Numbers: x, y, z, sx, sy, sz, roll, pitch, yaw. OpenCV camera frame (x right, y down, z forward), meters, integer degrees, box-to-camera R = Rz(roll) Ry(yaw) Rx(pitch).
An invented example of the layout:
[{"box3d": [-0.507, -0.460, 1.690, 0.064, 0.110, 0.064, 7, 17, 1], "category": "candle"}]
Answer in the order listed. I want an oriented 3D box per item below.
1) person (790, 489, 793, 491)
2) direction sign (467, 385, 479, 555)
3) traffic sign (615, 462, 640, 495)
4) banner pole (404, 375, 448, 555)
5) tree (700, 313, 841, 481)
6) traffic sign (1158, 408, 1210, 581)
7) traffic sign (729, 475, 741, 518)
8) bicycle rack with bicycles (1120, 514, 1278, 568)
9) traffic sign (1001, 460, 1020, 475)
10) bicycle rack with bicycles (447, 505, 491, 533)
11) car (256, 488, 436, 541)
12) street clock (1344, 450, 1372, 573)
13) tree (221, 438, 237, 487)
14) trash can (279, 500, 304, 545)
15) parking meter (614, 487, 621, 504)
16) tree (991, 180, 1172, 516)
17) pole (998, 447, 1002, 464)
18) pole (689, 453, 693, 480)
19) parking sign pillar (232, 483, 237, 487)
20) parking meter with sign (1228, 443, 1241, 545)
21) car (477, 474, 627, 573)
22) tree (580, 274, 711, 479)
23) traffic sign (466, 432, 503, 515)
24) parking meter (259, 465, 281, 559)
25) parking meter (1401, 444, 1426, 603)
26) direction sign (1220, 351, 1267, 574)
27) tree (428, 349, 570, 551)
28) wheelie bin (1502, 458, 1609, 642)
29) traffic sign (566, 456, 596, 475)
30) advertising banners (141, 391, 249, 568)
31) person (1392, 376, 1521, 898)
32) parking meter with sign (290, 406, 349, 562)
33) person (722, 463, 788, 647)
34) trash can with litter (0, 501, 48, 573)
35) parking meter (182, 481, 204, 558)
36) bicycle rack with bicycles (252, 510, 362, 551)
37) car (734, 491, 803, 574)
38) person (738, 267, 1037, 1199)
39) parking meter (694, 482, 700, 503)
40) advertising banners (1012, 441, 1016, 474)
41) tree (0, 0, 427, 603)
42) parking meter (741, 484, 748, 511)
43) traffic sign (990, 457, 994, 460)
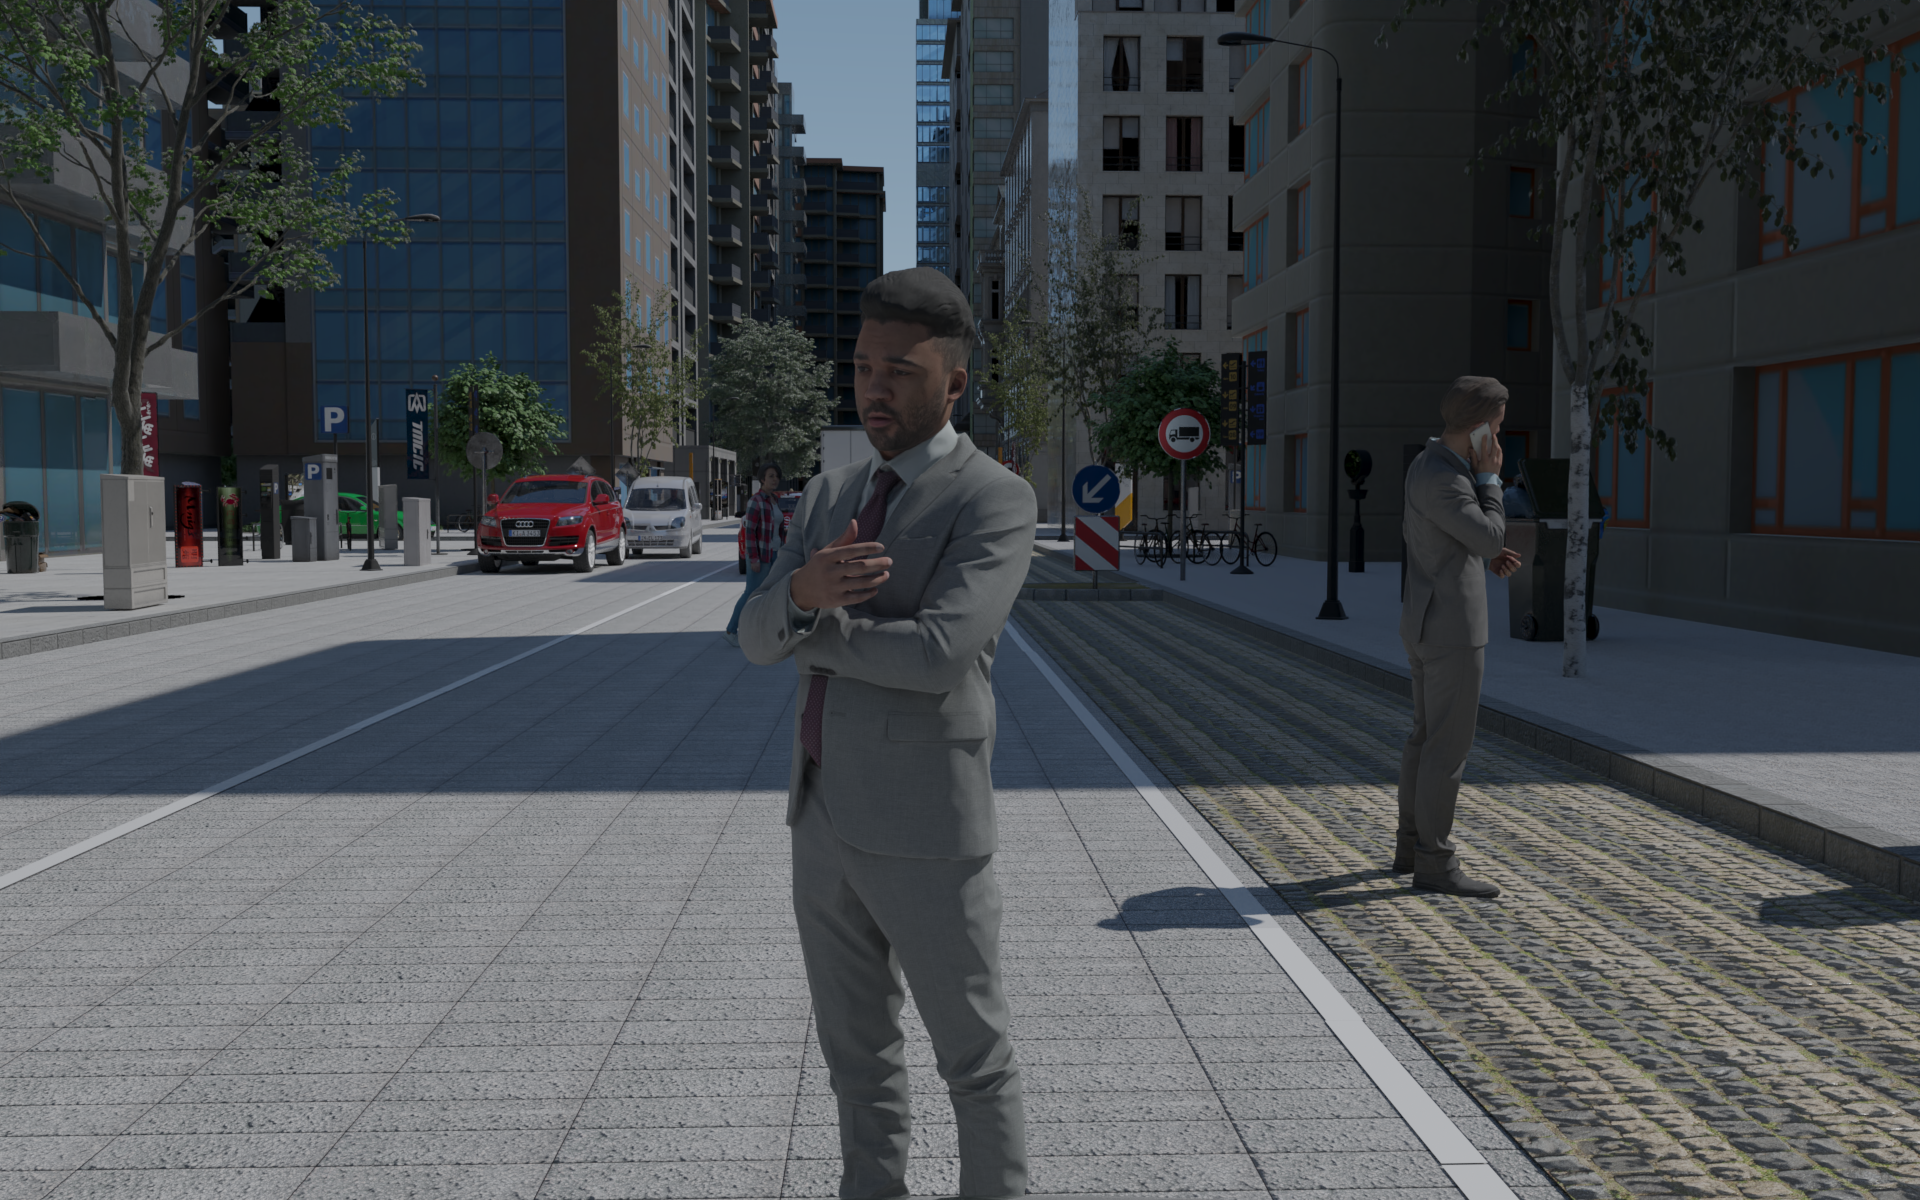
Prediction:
[{"box3d": [-11.753, -6.876, 121.113, 0.537, 1.800, 0.526, 1, 4, 11], "category": "person"}, {"box3d": [-10.182, -2.712, 36.334, 0.379, 3.537, 0.876, -2, 4, -27], "category": "direction sign"}, {"box3d": [-10.366, -3.082, 54.030, 0.795, 2.450, 0.064, 0, 4, -2], "category": "traffic sign"}, {"box3d": [-11.216, -2.835, 36.362, 0.863, 3.779, 0.401, -3, 4, -36], "category": "banner pole"}, {"box3d": [-13.592, -13.216, 122.738, 9.857, 13.997, 8.962, 0, 3, 0], "category": "tree"}, {"box3d": [3.310, -1.562, 25.642, 0.768, 2.556, 0.104, 0, 4, 2], "category": "traffic sign"}, {"box3d": [-11.892, -5.466, 91.501, 0.606, 2.300, 0.079, 0, 4, 6], "category": "traffic sign"}, {"box3d": [3.971, -1.091, 31.214, 2.852, 0.926, 2.925, -2, 4, -23], "category": "bicycle rack with bicycles"}, {"box3d": [1.843, -3.953, 64.745, 0.768, 2.556, 0.104, 0, 4, -1], "category": "traffic sign"}, {"box3d": [-15.872, -2.728, 57.981, 2.925, 0.926, 2.852, 2, 4, 29], "category": "bicycle rack with bicycles"}, {"box3d": [-17.057, -2.415, 48.285, 4.718, 1.807, 1.959, 0, 4, -2], "category": "car"}, {"box3d": [6.495, -1.452, 28.305, 0.358, 2.002, 0.471, -1, 4, -23], "category": "street clock"}, {"box3d": [-36.563, -6.223, 85.454, 4.285, 4.588, 4.351, 0, 3, 0], "category": "tree"}, {"box3d": [-16.813, -1.962, 43.735, 0.748, 1.137, 0.748, 0, 3, 0], "category": "trash can"}, {"box3d": [-12.002, -3.181, 60.425, 0.372, 1.533, 0.369, 0, 3, 0], "category": "parking meter"}, {"box3d": [3.063, -5.500, 40.284, 4.360, 8.622, 3.978, 0, 3, 0], "category": "tree"}, {"box3d": [1.767, -5.013, 75.811, 0.158, 3.312, 0.155, 0, 3, 0], "category": "pole"}, {"box3d": [-13.265, -5.605, 85.482, 0.158, 3.312, 0.155, 0, 3, 0], "category": "pole"}, {"box3d": [-49.858, -8.006, 119.378, 1.447, 3.967, 1.447, 0, 4, 8], "category": "parking sign pillar"}, {"box3d": [7.023, -2.887, 43.463, 0.543, 3.016, 1.738, 1, 4, 18], "category": "parking meter with sign"}, {"box3d": [-7.749, -1.503, 33.240, 2.281, 1.827, 5.304, 0, 4, -1], "category": "car"}, {"box3d": [-10.771, -6.647, 59.034, 4.737, 8.622, 4.395, 0, 3, 0], "category": "tree"}, {"box3d": [-9.791, -2.174, 35.648, 0.768, 2.556, 0.104, 0, 4, 2], "category": "traffic sign"}, {"box3d": [-13.607, -1.739, 34.148, 0.255, 1.863, 0.399, 0, 4, -1], "category": "parking meter"}, {"box3d": [5.423, -0.902, 20.455, 0.399, 1.863, 0.255, -3, 5, -44], "category": "parking meter"}, {"box3d": [4.529, -2.185, 27.723, 0.379, 3.537, 0.876, -3, 5, -44], "category": "direction sign"}, {"box3d": [-10.618, -3.406, 39.405, 4.285, 4.588, 4.351, 0, 3, 0], "category": "tree"}, {"box3d": [5.183, -0.450, 15.273, 0.980, 1.594, 0.693, -1, 4, -9], "category": "wheelie bin"}, {"box3d": [-10.066, -2.594, 46.051, 0.795, 2.450, 0.064, 0, 4, -2], "category": "traffic sign"}, {"box3d": [-13.454, -2.081, 30.211, 0.090, 3.025, 2.074, 3, 5, 40], "category": "advertising banners"}, {"box3d": [1.820, 0.123, 6.299, 0.447, 1.846, 0.655, 0, 4, 1], "category": "person"}, {"box3d": [-12.349, -2.270, 33.371, 0.543, 3.016, 1.738, 0, 4, 2], "category": "parking meter with sign"}, {"box3d": [-1.875, -0.425, 16.284, 0.643, 1.720, 0.563, 1, 4, 21], "category": "person"}, {"box3d": [-15.266, -1.028, 28.195, 0.624, 1.170, 1.055, -1, 4, -14], "category": "trash can with litter"}, {"box3d": [-15.390, -1.610, 34.734, 0.372, 1.533, 0.369, 0, 3, 0], "category": "parking meter"}, {"box3d": [-15.138, -1.630, 40.032, 2.852, 0.926, 2.925, -1, 4, -16], "category": "bicycle rack with bicycles"}, {"box3d": [-3.175, -1.434, 32.484, 2.155, 1.783, 4.494, 0, 4, -4], "category": "car"}, {"box3d": [-0.135, 0.356, 2.866, 0.511, 1.800, 0.466, 2, 4, 26], "category": "person"}, {"box3d": [-12.716, -4.780, 83.866, 0.255, 1.863, 0.399, 0, 4, -3], "category": "parking meter"}, {"box3d": [1.962, -3.714, 56.909, 0.090, 3.025, 2.074, -1, 4, -12], "category": "advertising banners"}, {"box3d": [-9.943, -5.805, 20.661, 9.928, 11.665, 9.643, 0, 3, 0], "category": "tree"}, {"box3d": [-12.078, -5.581, 96.959, 0.255, 1.863, 0.399, -3, 4, -38], "category": "parking meter"}, {"box3d": [0.821, -2.617, 46.437, 0.795, 2.450, 0.064, 0, 4, -2], "category": "traffic sign"}]
